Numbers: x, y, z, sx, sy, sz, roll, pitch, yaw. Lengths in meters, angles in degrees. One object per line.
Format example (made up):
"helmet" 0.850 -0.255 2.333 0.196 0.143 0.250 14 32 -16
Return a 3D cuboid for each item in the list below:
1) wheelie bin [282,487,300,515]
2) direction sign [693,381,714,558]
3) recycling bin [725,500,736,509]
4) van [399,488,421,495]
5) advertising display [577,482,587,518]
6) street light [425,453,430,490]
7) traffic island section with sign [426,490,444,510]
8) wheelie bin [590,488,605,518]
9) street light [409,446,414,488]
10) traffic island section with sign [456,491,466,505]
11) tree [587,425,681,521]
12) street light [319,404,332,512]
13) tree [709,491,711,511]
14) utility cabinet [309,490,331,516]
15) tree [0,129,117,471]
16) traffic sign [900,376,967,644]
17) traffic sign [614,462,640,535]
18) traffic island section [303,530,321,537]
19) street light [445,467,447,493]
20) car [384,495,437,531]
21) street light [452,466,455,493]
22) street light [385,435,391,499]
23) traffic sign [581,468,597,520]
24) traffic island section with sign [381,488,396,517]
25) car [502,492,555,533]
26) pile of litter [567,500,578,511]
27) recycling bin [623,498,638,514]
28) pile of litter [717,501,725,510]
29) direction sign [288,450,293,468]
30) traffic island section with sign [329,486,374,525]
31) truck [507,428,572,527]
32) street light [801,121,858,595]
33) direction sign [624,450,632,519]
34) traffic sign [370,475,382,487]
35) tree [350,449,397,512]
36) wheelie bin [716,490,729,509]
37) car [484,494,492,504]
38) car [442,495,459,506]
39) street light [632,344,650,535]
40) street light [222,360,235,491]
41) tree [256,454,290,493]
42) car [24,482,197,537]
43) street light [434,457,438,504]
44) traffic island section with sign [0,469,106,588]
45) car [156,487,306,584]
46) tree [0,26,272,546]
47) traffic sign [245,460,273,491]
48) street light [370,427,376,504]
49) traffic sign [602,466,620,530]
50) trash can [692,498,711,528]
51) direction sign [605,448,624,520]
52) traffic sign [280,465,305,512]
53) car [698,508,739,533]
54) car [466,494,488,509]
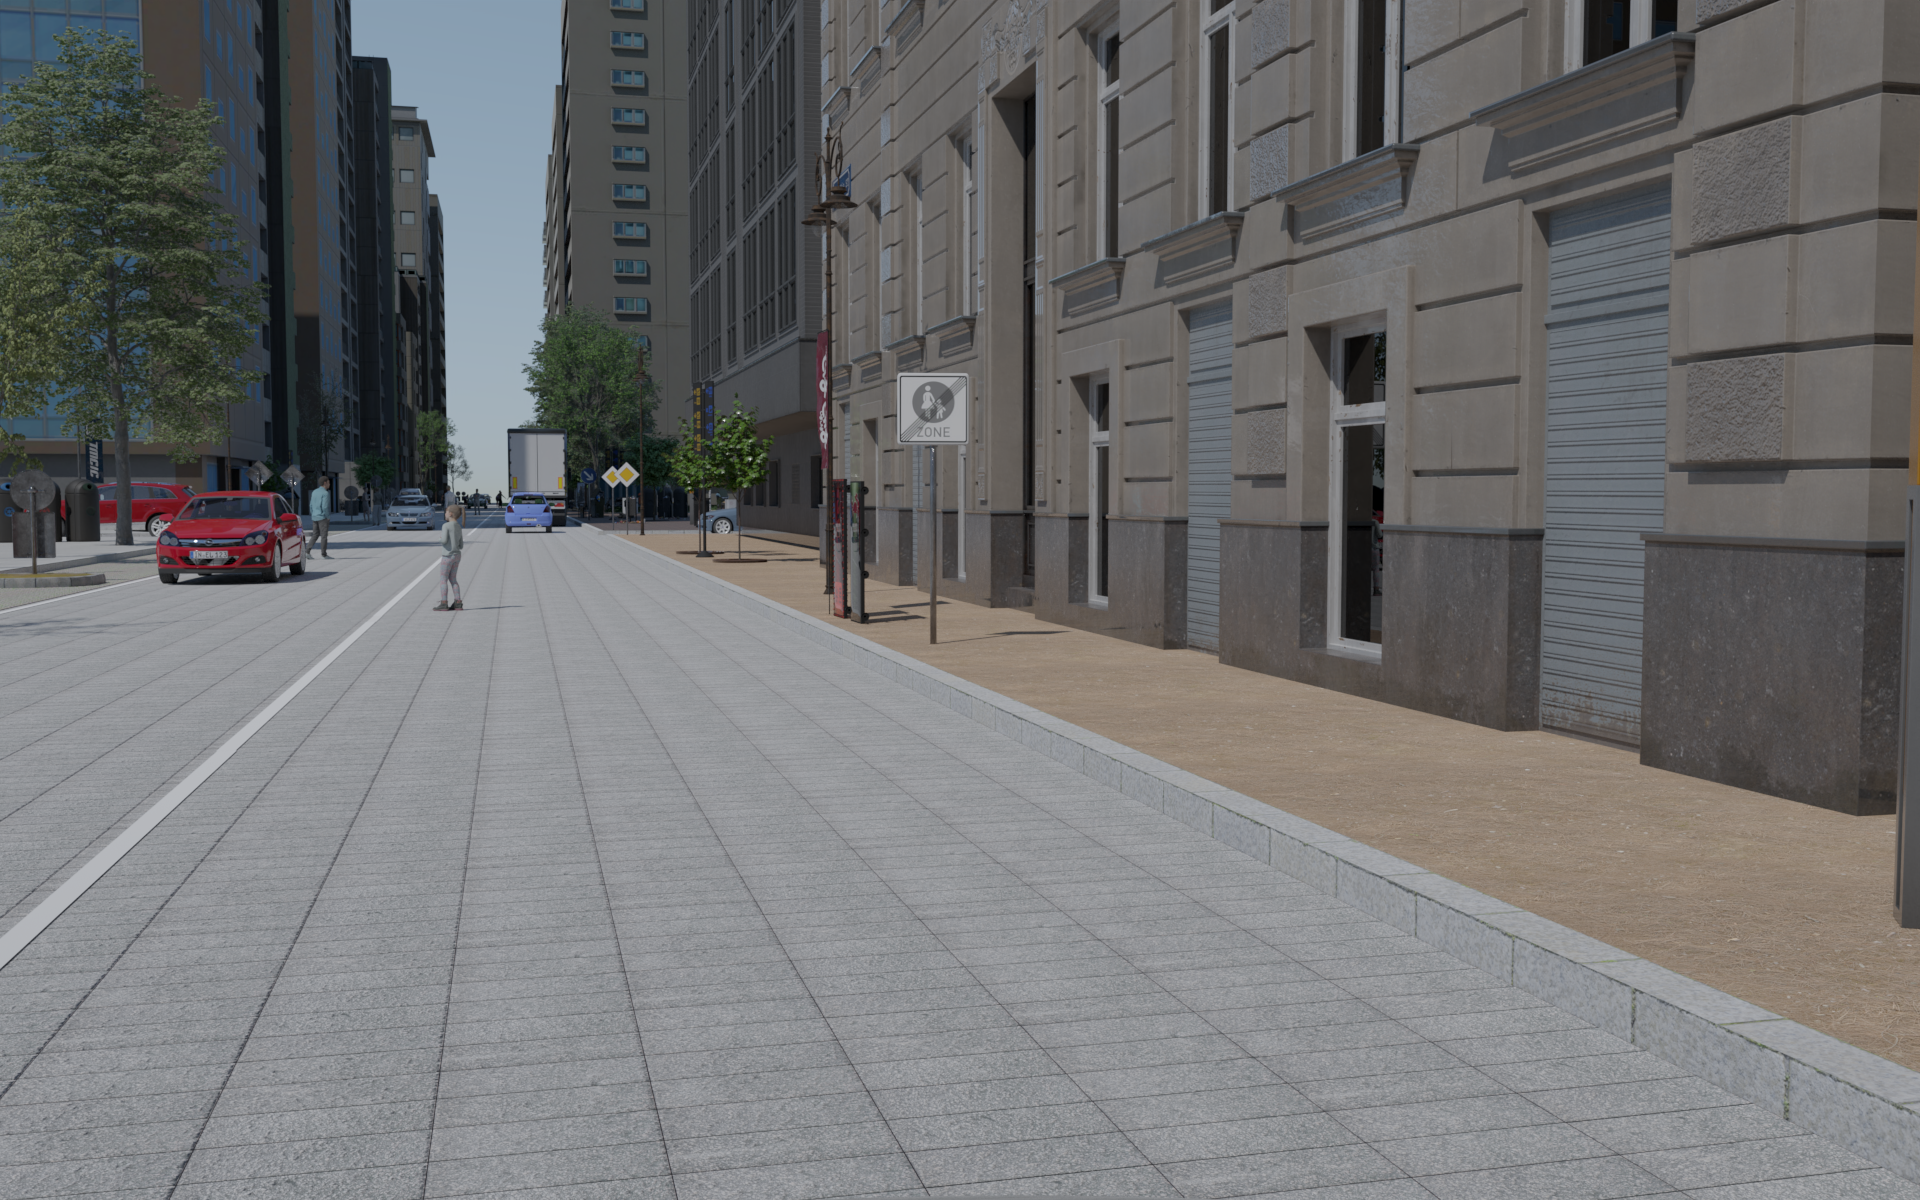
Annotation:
"wheelie bin" -30.628 -4.363 79.243 0.693 1.594 0.980 -3 5 -40
"direction sign" -5.173 -2.631 35.008 0.379 3.537 0.876 -2 4 -35
"recycling bin" -10.485 -4.145 80.324 0.722 1.027 0.722 -1 4 -18
"van" -38.814 -7.048 122.238 2.013 2.044 4.112 -1 4 -15
"advertising display" -20.122 -5.322 92.236 0.123 1.923 0.974 -3 4 -38
"street light" -59.802 -13.573 194.703 0.468 5.910 1.993 -1 4 -14
"traffic island section with sign" -47.736 -9.017 156.061 1.989 1.847 2.006 -1 4 -14
"wheelie bin" -19.617 -5.253 93.789 0.693 1.594 0.980 -3 4 -37
"street light" -51.857 -11.699 164.061 0.468 5.910 1.993 -1 4 -14
"traffic island section with sign" -74.889 -15.476 261.653 1.989 1.847 2.006 -1 4 -14
"tree" -14.666 -6.058 82.755 4.285 4.588 4.351 0 3 0
"street light" -32.569 -7.111 89.045 0.468 5.910 1.993 -1 4 -14
"tree" -18.279 -10.786 126.705 4.360 8.622 3.978 0 3 0
"utility cabinet" -37.518 -5.676 101.477 1.173 1.500 0.318 -2 4 -25
"tree" -19.126 -5.101 33.770 4.737 8.622 4.395 0 3 0
"traffic sign" -0.229 -0.771 14.743 0.606 2.300 0.079 0 4 -5
"traffic sign" -10.406 -3.087 54.120 0.795 2.450 0.064 -1 4 -14
"traffic island section" -22.828 -2.262 59.265 2.009 0.180 2.903 -1 4 -14
"street light" -72.326 -16.576 243.803 0.468 5.910 1.993 -1 4 -14
"car" -21.889 -3.491 69.085 2.014 1.417 4.499 -1 4 -15
"street light" -80.081 -18.416 273.880 0.468 5.910 1.993 -1 4 -14
"street light" -43.960 -9.819 133.335 0.468 5.910 1.993 -1 4 -14
"traffic sign" -18.069 -5.150 84.313 0.768 2.556 0.104 -1 4 -13
"traffic island section with sign" -35.270 -6.051 107.555 1.989 1.847 2.006 -1 4 -14
"car" -16.089 -3.364 64.588 1.945 1.707 3.694 -1 4 -14
"pile of litter" -29.659 -7.239 132.326 1.719 0.858 1.176 1 4 11
"recycling bin" -20.961 -5.966 110.102 0.722 1.027 0.722 1 4 17
"pile of litter" -14.593 -5.682 106.872 1.719 0.858 1.176 2 4 27
"direction sign" -34.204 -5.907 88.570 0.379 3.537 0.876 0 4 -8
"traffic island section with sign" -28.476 -4.437 81.178 1.989 1.847 2.006 -1 4 -14
"truck" -19.267 -5.536 79.425 2.839 4.237 11.283 -1 4 -13
"street light" -1.661 -3.010 21.994 0.468 5.910 1.993 -1 4 -14
"direction sign" -17.326 -5.991 89.944 0.876 3.537 0.379 2 4 34
"traffic sign" -39.484 -7.161 117.183 0.768 2.556 0.104 -1 4 -13
"tree" -42.627 -8.694 125.859 4.285 4.588 4.351 0 3 0
"wheelie bin" -16.885 -7.023 122.739 0.980 1.594 0.693 -3 5 -43
"car" -66.859 -14.271 243.557 2.015 1.641 3.980 -1 4 -15
"car" -58.089 -11.327 197.194 2.014 1.417 4.499 -1 4 -13
"street light" -9.861 -4.943 53.601 0.468 5.910 1.993 -1 4 -14
"street light" -24.882 -5.270 58.950 0.468 5.910 1.993 -1 4 -14
"tree" -30.801 -5.043 77.047 1.663 3.219 1.824 0 3 0
"car" -26.452 -2.793 54.343 5.304 1.827 2.281 -1 4 -12
"street light" -64.638 -14.726 213.550 0.468 5.910 1.993 -1 4 -14
"traffic island section with sign" -14.565 -1.128 27.070 1.989 1.847 2.006 -1 4 -14
"car" -12.231 -1.233 29.206 2.155 1.783 4.494 -1 4 -13
"tree" -21.336 -7.644 43.114 7.486 12.596 7.792 0 3 0
"traffic sign" -20.818 -2.925 51.474 0.795 2.450 0.064 -1 4 -14
"street light" -40.348 -8.950 119.117 0.468 5.910 1.993 -1 4 -14
"traffic sign" -12.395 -3.560 61.855 0.795 2.450 0.064 -1 4 -14
"trash can" -9.907 -3.351 66.436 0.748 1.137 0.748 0 3 0
"direction sign" -17.223 -5.732 85.721 0.876 3.537 0.379 2 4 34
"traffic sign" -22.807 -3.399 59.209 0.795 2.450 0.064 -1 4 -14
"car" -6.825 -2.940 60.079 4.499 1.417 2.014 -1 4 -14
"car" -46.733 -9.535 167.695 2.131 1.459 4.920 -1 4 -13
